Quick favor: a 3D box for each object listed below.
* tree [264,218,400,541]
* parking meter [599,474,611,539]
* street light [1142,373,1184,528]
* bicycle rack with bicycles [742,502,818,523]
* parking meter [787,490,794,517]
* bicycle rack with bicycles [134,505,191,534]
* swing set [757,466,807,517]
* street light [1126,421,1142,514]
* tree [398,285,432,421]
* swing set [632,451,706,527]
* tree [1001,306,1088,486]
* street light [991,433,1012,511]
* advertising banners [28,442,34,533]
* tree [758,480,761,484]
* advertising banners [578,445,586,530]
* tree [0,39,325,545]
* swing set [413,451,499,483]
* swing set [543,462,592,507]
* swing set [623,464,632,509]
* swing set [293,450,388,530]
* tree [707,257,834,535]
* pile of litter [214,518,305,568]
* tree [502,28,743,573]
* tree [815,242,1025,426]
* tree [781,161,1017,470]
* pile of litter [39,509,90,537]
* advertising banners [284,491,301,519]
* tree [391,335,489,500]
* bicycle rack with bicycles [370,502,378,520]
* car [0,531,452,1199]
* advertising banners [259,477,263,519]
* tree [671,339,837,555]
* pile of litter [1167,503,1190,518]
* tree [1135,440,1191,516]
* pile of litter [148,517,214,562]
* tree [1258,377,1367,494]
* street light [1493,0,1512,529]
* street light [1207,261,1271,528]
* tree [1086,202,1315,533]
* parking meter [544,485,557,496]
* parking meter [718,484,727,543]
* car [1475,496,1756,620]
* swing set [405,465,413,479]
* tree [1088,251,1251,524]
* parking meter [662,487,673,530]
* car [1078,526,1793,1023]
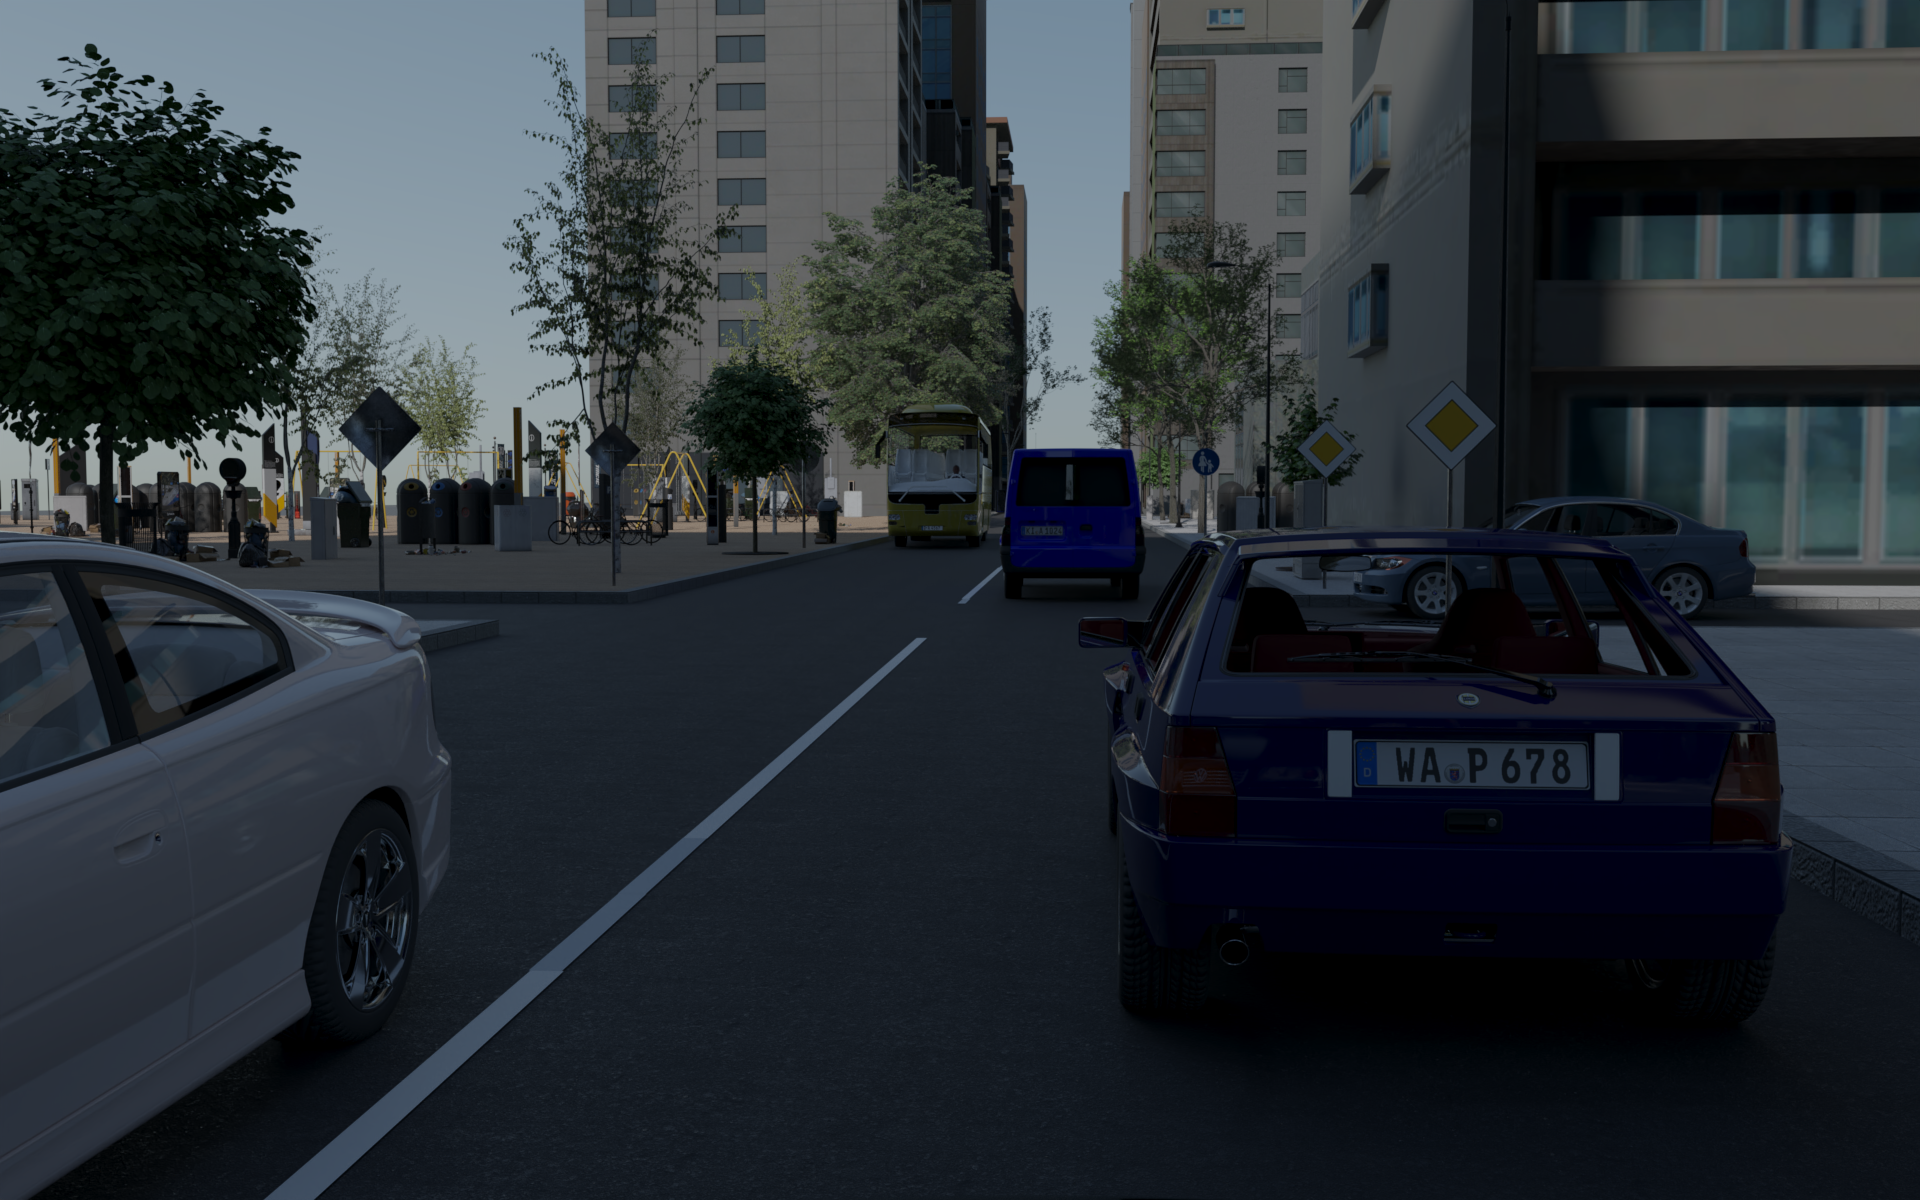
[{"bbox_3d":[-17.924,-5.901,46.850,4.360,8.622,3.978,0,3,0],"label":"tree"},{"bbox_3d":[-10.145,-2.691,49.715,0.255,1.863,0.399,2,4,32],"label":"parking meter"},{"bbox_3d":[7.858,-5.733,66.272,1.470,5.913,1.316,0,4,4],"label":"street light"},{"bbox_3d":[-7.763,-4.004,78.843,2.925,0.926,2.852,2,4,28],"label":"bicycle rack with bicycles"},{"bbox_3d":[-9.675,-5.524,98.732,0.372,1.533,0.369,0,3,0],"label":"parking meter"},{"bbox_3d":[-26.075,-2.599,55.877,2.852,0.926,2.925,-1,4,-8],"label":"bicycle rack with bicycles"},{"bbox_3d":[-10.038,-6.005,95.808,2.862,2.851,3.119,-1,4,-12],"label":"swing set"},{"bbox_3d":[10.231,-7.693,98.328,1.470,5.913,1.316,0,4,4],"label":"street light"},{"bbox_3d":[-19.728,-6.535,57.210,4.360,8.622,3.978,0,3,0],"label":"tree"},{"bbox_3d":[-10.474,-4.116,64.909,2.862,2.851,3.119,0,4,0],"label":"swing set"},{"bbox_3d":[6.209,-19.451,173.914,12.611,20.169,13.585,0,3,0],"label":"tree"},{"bbox_3d":[3.030,-9.704,131.198,1.470,5.913,1.316,0,4,4],"label":"street light"},{"bbox_3d":[-21.514,-2.685,40.094,0.090,3.025,2.074,-2,4,-28],"label":"advertising banners"},{"bbox_3d":[-11.192,-8.558,90.290,4.360,8.622,3.978,0,3,0],"label":"tree"},{"bbox_3d":[-12.929,-3.848,59.100,0.090,3.025,2.074,0,4,-7],"label":"advertising banners"},{"bbox_3d":[-6.250,-1.778,12.780,4.285,4.588,4.351,0,3,0],"label":"tree"},{"bbox_3d":[-18.235,-4.027,63.457,3.119,2.851,2.862,-1,4,-16],"label":"swing set"},{"bbox_3d":[-19.224,-5.298,84.249,2.862,2.851,3.119,0,4,-6],"label":"swing set"},{"bbox_3d":[-16.883,-5.736,91.407,3.119,2.851,2.862,1,4,8],"label":"swing set"},{"bbox_3d":[-22.258,-3.962,62.392,3.119,2.851,2.862,-1,4,-9],"label":"swing set"},{"bbox_3d":[-5.864,-6.353,54.230,4.737,8.622,4.395,0,3,0],"label":"tree"},{"bbox_3d":[-12.253,-1.032,30.830,1.176,0.858,1.719,0,4,2],"label":"pile of litter"},{"bbox_3d":[-5.606,-4.757,28.147,4.360,8.622,3.978,0,3,0],"label":"tree"},{"bbox_3d":[-1.837,-10.446,81.158,12.009,13.543,11.850,0,3,0],"label":"tree"},{"bbox_3d":[-2.222,-9.886,68.286,9.857,13.997,8.962,0,3,0],"label":"tree"},{"bbox_3d":[-26.985,-2.316,51.825,1.719,0.858,1.176,-2,4,-29],"label":"pile of litter"},{"bbox_3d":[-34.324,-5.714,89.611,2.074,3.025,0.090,3,4,36],"label":"advertising banners"},{"bbox_3d":[-23.528,-7.895,79.441,4.737,8.622,4.395,0,3,0],"label":"tree"},{"bbox_3d":[-30.592,-4.528,87.407,2.852,0.926,2.925,-1,4,-21],"label":"bicycle rack with bicycles"},{"bbox_3d":[-2.566,0.553,3.313,2.083,1.381,4.827,0,4,5],"label":"car"},{"bbox_3d":[-33.707,-5.306,82.935,0.090,3.025,2.074,1,4,23],"label":"advertising banners"},{"bbox_3d":[-4.460,-3.258,36.983,4.285,4.588,4.351,0,3,0],"label":"tree"},{"bbox_3d":[11.669,-4.727,91.256,1.719,0.858,1.176,0,4,7],"label":"pile of litter"},{"bbox_3d":[12.035,-7.303,103.125,4.285,4.588,4.351,0,3,0],"label":"tree"},{"bbox_3d":[-14.654,-1.158,32.901,1.176,0.858,1.719,3,5,40],"label":"pile of litter"},{"bbox_3d":[5.796,-2.090,28.770,1.663,3.219,1.824,0,3,0],"label":"tree"},{"bbox_3d":[4.273,-2.621,15.396,1.470,5.913,1.316,0,4,4],"label":"street light"},{"bbox_3d":[5.630,-3.803,34.714,1.470,5.913,1.316,0,4,4],"label":"street light"},{"bbox_3d":[7.710,-7.468,56.515,8.767,10.594,7.601,3,5,41],"label":"tree"},{"bbox_3d":[-11.622,-2.494,49.186,0.372,1.533,0.369,0,3,0],"label":"parking meter"},{"bbox_3d":[-6.349,-2.281,45.699,0.372,1.533,0.369,0,3,0],"label":"parking meter"},{"bbox_3d":[6.938,-0.518,20.466,4.499,1.417,2.014,0,4,2],"label":"car"},{"bbox_3d":[-28.185,-5.845,93.192,2.862,2.851,3.119,3,5,42],"label":"swing set"},{"bbox_3d":[9.122,-9.124,74.932,9.928,11.665,9.643,0,3,0],"label":"tree"},{"bbox_3d":[-10.367,-3.244,61.444,0.372,1.533,0.369,0,3,0],"label":"parking meter"},{"bbox_3d":[1.386,0.397,6.083,1.945,1.354,3.894,0,4,4],"label":"car"}]
